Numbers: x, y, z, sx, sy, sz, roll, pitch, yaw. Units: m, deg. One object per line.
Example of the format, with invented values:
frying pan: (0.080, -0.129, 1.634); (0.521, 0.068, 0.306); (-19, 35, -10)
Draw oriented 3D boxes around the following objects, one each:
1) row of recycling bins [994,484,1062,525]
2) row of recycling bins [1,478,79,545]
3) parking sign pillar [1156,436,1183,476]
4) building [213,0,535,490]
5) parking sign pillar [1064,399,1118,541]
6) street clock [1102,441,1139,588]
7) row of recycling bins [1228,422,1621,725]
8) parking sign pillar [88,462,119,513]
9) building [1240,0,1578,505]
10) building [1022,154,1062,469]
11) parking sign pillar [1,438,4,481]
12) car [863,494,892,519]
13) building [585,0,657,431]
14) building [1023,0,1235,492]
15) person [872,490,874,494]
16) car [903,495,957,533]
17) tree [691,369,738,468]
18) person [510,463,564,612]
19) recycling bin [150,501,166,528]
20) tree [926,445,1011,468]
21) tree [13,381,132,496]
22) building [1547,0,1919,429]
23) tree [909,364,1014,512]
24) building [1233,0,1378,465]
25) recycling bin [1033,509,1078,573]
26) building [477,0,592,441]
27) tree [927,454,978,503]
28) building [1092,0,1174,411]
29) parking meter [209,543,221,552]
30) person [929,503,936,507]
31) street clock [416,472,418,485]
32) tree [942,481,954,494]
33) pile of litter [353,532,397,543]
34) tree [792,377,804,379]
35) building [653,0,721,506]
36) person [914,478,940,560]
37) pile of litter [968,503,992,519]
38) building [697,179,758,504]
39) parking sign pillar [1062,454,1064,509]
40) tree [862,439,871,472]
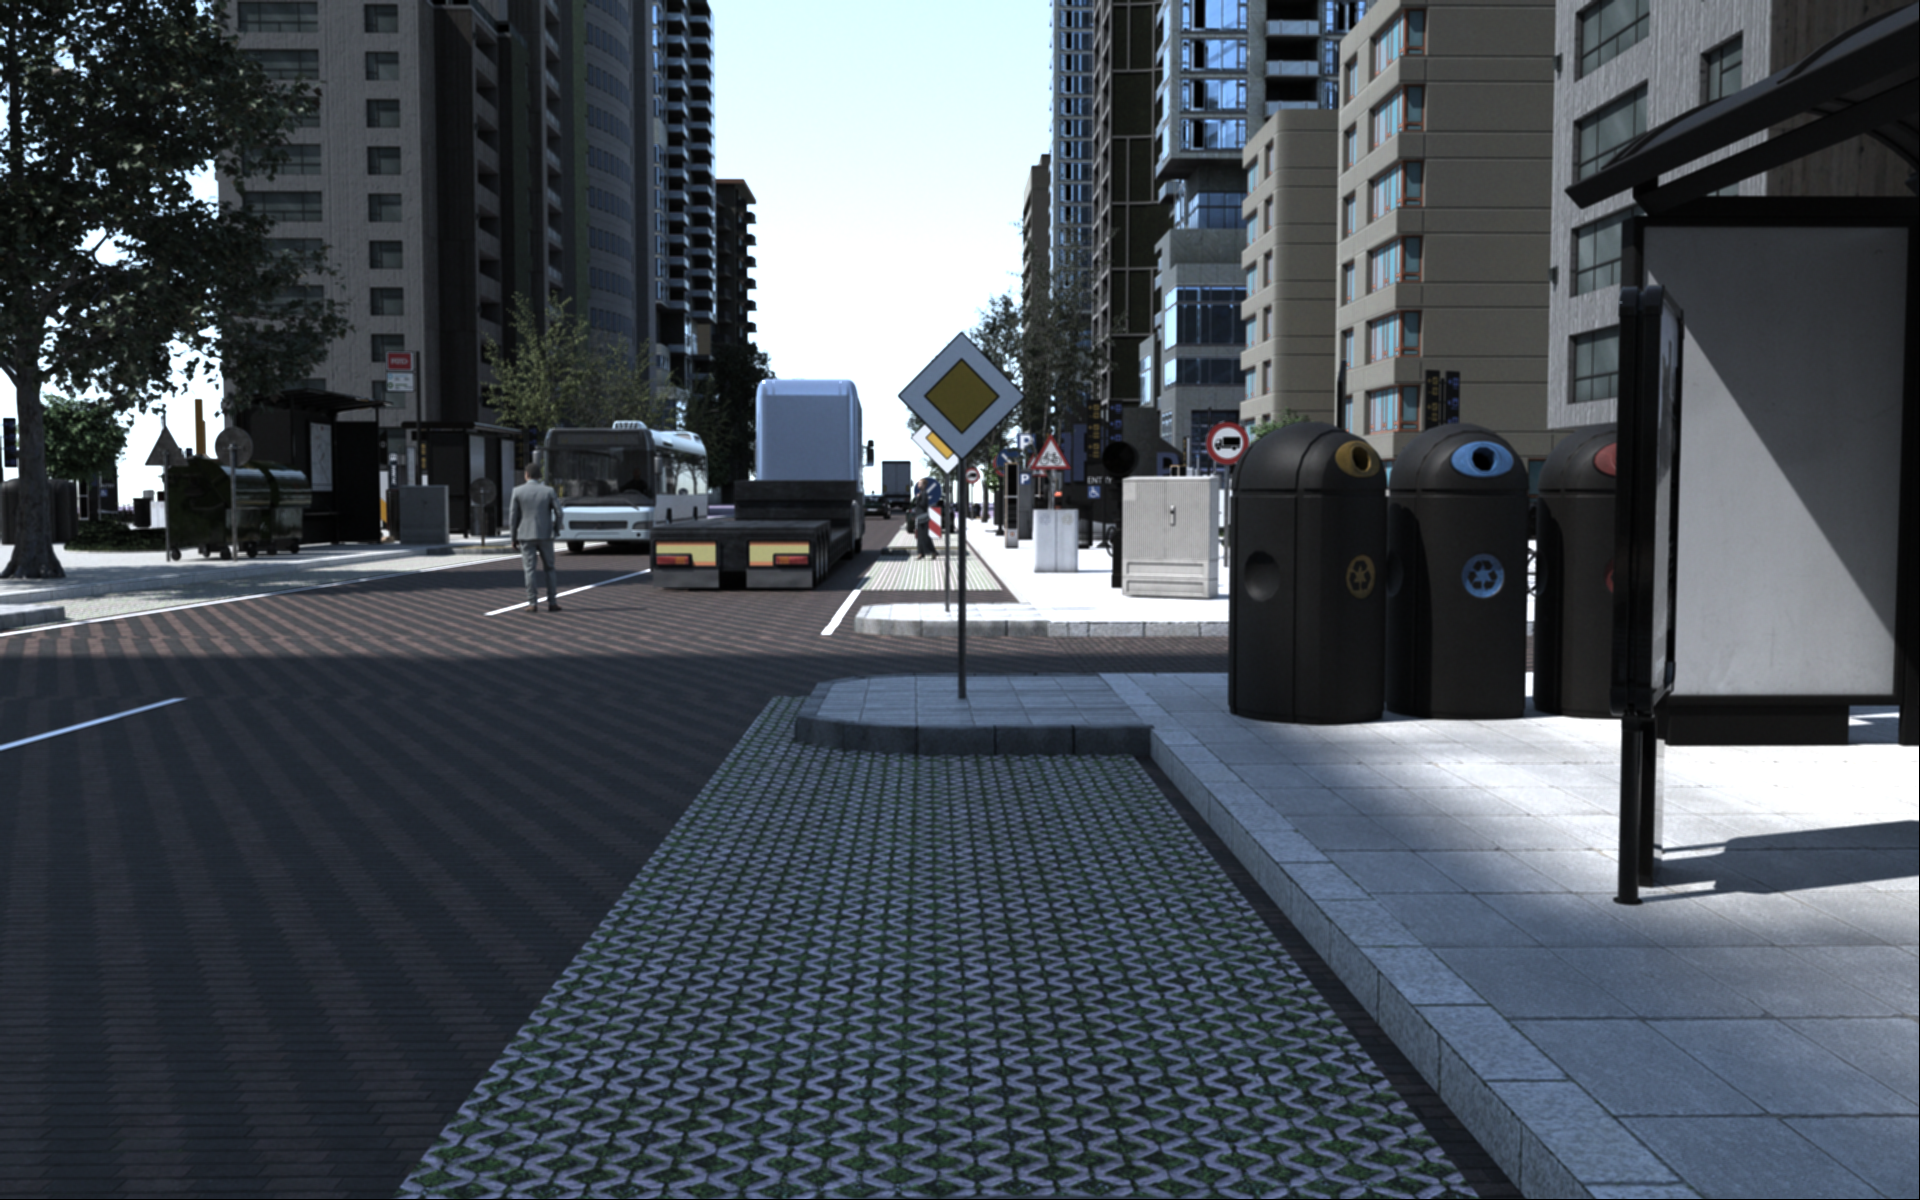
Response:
row of recycling bins: (3.146, -3.930, 71.374); (3.534, 1.692, 1.069); (0, 4, 3)
row of recycling bins: (-24.080, -2.344, 45.434); (1.069, 1.692, 3.534); (0, 4, -7)
parking sign pillar: (9.782, -5.631, 80.546); (1.447, 3.967, 1.447); (2, 4, 28)
building: (-33.480, -20.130, 100.831); (14.160, 30.474, 14.107); (0, 4, -1)
parking sign pillar: (3.752, -3.661, 48.329); (1.447, 3.967, 1.447); (1, 4, 8)
street clock: (2.187, -1.169, 23.679); (0.471, 2.002, 0.358); (1, 4, 17)
row of recycling bins: (3.330, -0.185, 10.142); (3.534, 1.692, 1.069); (0, 4, -5)
parking sign pillar: (-40.480, -5.701, 81.686); (1.447, 3.967, 1.447); (-3, 5, -41)
building: (28.217, -13.930, 72.797); (27.650, 21.520, 28.899); (0, 4, -1)
building: (19.956, -37.852, 242.584); (21.300, 48.544, 21.600); (0, 4, -1)
parking sign pillar: (-46.544, -5.777, 82.922); (1.447, 3.967, 1.447); (-1, 4, -21)
car: (-4.904, -5.474, 99.291); (2.009, 1.686, 4.222); (0, 4, 1)
building: (-36.749, -36.338, 136.119); (21.231, 58.520, 28.212); (0, 4, -1)
building: (19.846, -55.189, 215.003); (22.319, 86.520, 31.000); (0, 4, -1)
person: (-6.507, -7.385, 129.963); (1.217, 1.735, 0.721); (0, 4, 6)
car: (-1.107, -3.314, 63.966); (2.009, 1.686, 4.222); (0, 4, -2)
tree: (-15.519, -9.292, 102.287); (4.737, 8.622, 4.395); (0, 3, 0)
person: (-5.157, -0.765, 21.108); (0.635, 1.810, 0.391); (-2, 4, -24)
recycling bin: (-28.295, -3.006, 61.705); (0.722, 1.027, 0.722); (1, 4, 19)
tree: (0.185, -16.649, 182.573); (12.009, 13.543, 11.850); (0, 3, 0)
tree: (-25.393, -4.027, 49.549); (4.285, 4.588, 4.351); (0, 3, 0)
building: (21.499, -16.126, 35.362); (14.107, 30.474, 14.160); (0, 4, -1)
tree: (0.227, -12.134, 124.146); (9.928, 11.665, 9.643); (0, 3, 0)
building: (22.263, -49.440, 121.015); (22.319, 86.520, 31.000); (0, 4, -1)
recycling bin: (1.570, -0.976, 28.505); (0.722, 1.027, 0.722); (0, 4, 1)
building: (-33.001, -26.396, 115.176); (14.154, 41.232, 14.086); (0, 4, -1)
tree: (-0.705, -19.518, 237.239); (7.486, 12.596, 7.792); (0, 3, 0)
building: (20.301, -43.401, 147.853); (20.563, 71.187, 20.611); (0, 4, -1)
parking meter: (-16.442, -1.984, 38.146); (0.255, 1.863, 0.399); (-1, 4, -23)
person: (-1.005, -2.601, 53.629); (0.523, 1.515, 0.503); (-1, 4, -21)
street clock: (-17.579, -3.138, 55.880); (0.358, 2.002, 0.471); (-1, 4, -23)
tree: (-1.885, -14.127, 225.574); (1.663, 3.219, 1.824); (0, 3, 0)
pile of litter: (-15.495, -1.944, 45.750); (1.176, 0.858, 1.719); (-1, 4, -9)
tree: (-16.406, -17.123, 186.609); (9.857, 13.997, 8.962); (0, 3, 0)
building: (-39.343, -54.439, 202.755); (22.319, 86.520, 31.000); (0, 4, -1)
person: (-0.757, -1.748, 37.509); (0.534, 1.772, 0.576); (-2, 4, -24)
pile of litter: (1.092, -4.611, 89.357); (1.176, 0.858, 1.719); (3, 5, 45)
building: (-39.153, -35.449, 234.209); (22.147, 44.769, 28.867); (0, 4, -1)
parking sign pillar: (3.894, -4.048, 54.651); (1.447, 3.967, 1.447); (1, 4, 16)
tree: (-17.717, -20.911, 252.257); (12.009, 13.543, 11.850); (0, 3, 0)
